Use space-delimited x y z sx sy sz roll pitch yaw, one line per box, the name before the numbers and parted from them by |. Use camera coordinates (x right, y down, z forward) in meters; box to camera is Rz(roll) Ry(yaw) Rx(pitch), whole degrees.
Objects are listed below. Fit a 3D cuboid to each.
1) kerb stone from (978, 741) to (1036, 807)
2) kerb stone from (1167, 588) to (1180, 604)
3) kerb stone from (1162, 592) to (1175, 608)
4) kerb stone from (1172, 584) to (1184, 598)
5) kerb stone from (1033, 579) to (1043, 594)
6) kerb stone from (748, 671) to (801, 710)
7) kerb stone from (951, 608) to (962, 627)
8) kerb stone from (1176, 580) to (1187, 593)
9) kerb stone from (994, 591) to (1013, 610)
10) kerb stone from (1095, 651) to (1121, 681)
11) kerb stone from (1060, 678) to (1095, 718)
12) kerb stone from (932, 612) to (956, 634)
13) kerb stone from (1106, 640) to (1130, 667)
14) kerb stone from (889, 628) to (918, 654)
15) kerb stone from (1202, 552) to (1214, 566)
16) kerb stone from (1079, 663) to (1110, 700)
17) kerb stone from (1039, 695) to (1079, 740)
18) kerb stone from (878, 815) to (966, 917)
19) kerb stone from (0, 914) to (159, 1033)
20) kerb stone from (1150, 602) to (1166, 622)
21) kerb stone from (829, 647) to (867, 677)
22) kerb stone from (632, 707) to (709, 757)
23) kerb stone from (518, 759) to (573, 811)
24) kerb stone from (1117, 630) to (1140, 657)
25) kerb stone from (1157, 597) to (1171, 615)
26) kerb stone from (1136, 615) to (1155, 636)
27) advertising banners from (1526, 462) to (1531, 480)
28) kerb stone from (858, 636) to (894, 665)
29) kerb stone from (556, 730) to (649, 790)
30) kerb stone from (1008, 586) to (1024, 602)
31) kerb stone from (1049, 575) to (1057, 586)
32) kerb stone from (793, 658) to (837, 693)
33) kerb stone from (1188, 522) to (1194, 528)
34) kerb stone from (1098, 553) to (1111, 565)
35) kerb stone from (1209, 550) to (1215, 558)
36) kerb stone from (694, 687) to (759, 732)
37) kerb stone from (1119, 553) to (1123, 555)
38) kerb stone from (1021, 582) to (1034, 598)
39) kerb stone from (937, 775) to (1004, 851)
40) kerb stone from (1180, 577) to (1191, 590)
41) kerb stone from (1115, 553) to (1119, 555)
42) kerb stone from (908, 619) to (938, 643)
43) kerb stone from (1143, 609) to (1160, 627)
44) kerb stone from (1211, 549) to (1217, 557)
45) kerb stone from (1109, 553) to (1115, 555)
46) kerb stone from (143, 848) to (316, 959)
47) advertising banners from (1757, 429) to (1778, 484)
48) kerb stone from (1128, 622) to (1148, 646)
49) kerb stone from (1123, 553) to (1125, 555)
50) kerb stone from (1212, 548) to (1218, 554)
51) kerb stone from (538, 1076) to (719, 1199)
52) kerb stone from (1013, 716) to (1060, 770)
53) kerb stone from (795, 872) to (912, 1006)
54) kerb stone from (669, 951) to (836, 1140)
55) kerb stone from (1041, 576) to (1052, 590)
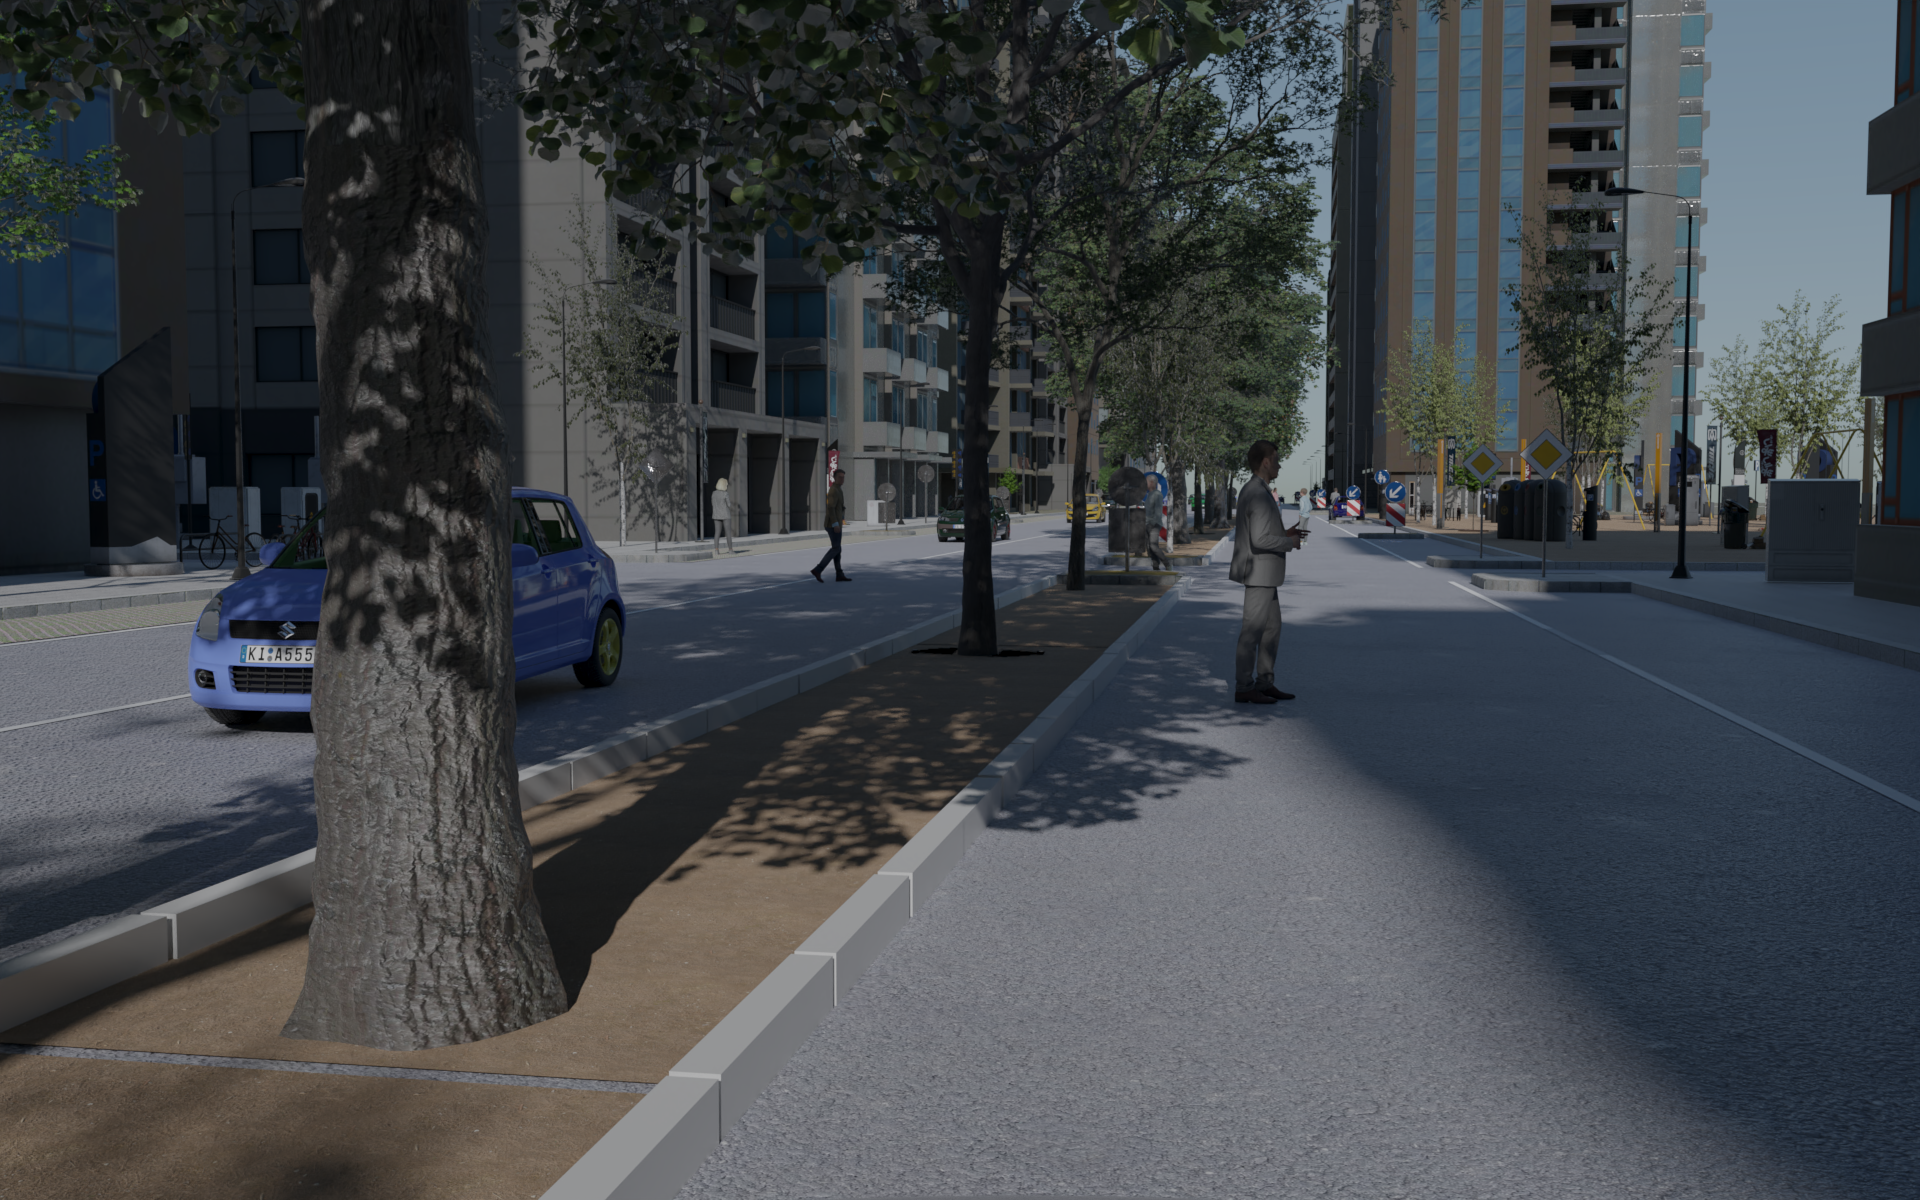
kerb stone | 0.228 0.844 8.398 0.120 0.150 1.000 1 4 10
kerb stone | 2.739 -0.022 22.550 0.120 0.150 1.000 1 4 10
kerb stone | 2.560 0.042 21.541 0.120 0.150 1.000 1 4 10
kerb stone | 2.926 -0.084 23.562 0.120 0.150 1.000 1 4 10
kerb stone | 1.042 -0.167 24.976 0.120 0.150 1.000 1 4 10
kerb stone | -1.300 0.633 11.848 0.120 0.150 1.000 1 4 10
kerb stone | -0.034 0.201 18.909 0.120 0.150 1.000 1 4 10
kerb stone | 3.105 -0.143 24.584 0.120 0.150 1.000 1 4 10
kerb stone | 0.508 0.015 21.952 0.120 0.150 1.000 1 4 10
kerb stone | 1.130 0.538 13.462 0.120 0.150 1.000 1 4 10
kerb stone | 0.766 0.658 11.438 0.120 0.150 1.000 1 4 10
kerb stone | -0.219 0.263 17.900 0.120 0.150 1.000 1 4 10
kerb stone | 1.302 0.473 14.474 0.120 0.150 1.000 1 4 10
kerb stone | -0.568 0.392 15.885 0.120 0.150 1.000 1 4 10
kerb stone | 5.180 -0.857 36.204 0.120 0.150 1.000 1 4 10
kerb stone | 0.953 0.596 12.454 0.120 0.150 1.000 1 4 10
kerb stone | 0.586 0.720 10.431 0.120 0.150 1.000 1 4 10
kerb stone | -0.133 0.968 6.370 0.120 0.150 1.000 1 4 10
kerb stone | -2.557 1.065 4.787 0.120 0.150 1.000 1 4 10
kerb stone | 2.207 0.163 19.526 0.120 0.150 1.000 1 4 10
kerb stone | -0.939 0.517 13.867 0.120 0.150 1.000 1 4 10
kerb stone | -1.655 0.756 9.832 0.120 0.150 1.000 1 4 10
kerb stone | -2.013 0.879 7.816 0.120 0.150 1.000 1 4 10
kerb stone | 1.486 0.410 15.492 0.120 0.150 1.000 1 4 10
kerb stone | 2.388 0.102 20.532 0.120 0.150 1.000 1 4 10
kerb stone | 1.848 0.287 17.510 0.120 0.150 1.000 1 4 10
advertising banners | 30.658 -5.830 91.509 2.074 3.025 0.090 3 4 37
kerb stone | -0.750 0.452 14.875 0.120 0.150 1.000 1 4 10
kerb stone | -1.833 0.821 8.823 0.120 0.150 1.000 1 4 10
kerb stone | 0.684 -0.047 22.962 0.120 0.150 1.000 1 4 10
kerb stone | 1.406 -0.293 26.987 0.120 0.150 1.000 1 4 10
kerb stone | -1.113 0.574 12.856 0.120 0.150 1.000 1 4 10
kerb stone | 10.308 -3.347 76.966 0.120 0.150 1.000 1 4 10
kerb stone | 2.939 -0.819 35.589 0.120 0.150 1.000 1 4 10
kerb stone | 5.359 -0.919 37.214 0.120 0.150 1.000 1 4 10
kerb stone | -1.475 0.695 10.839 0.120 0.150 1.000 1 4 10
kerb stone | 3.478 -1.004 38.607 0.120 0.150 1.000 1 4 10
kerb stone | 0.864 -0.108 23.969 0.120 0.150 1.000 1 4 10
kerb stone | 0.042 0.912 7.377 0.120 0.150 1.000 1 4 10
kerb stone | 3.291 -0.208 25.592 0.120 0.150 1.000 1 4 10
kerb stone | 3.284 -0.942 37.604 0.120 0.150 1.000 1 4 10
kerb stone | -0.391 0.324 16.892 0.120 0.150 1.000 1 4 10
kerb stone | 2.025 0.227 18.520 0.120 0.150 1.000 1 4 10
kerb stone | 5.539 -0.981 38.229 0.120 0.150 1.000 1 4 10
kerb stone | 3.116 -0.878 36.596 0.120 0.150 1.000 1 4 10
kerb stone | -2.366 1.004 5.798 0.120 0.150 1.000 1 4 10
advertising banners | 22.317 -3.056 46.155 2.074 3.025 0.090 2 4 30
kerb stone | 1.669 0.348 16.504 0.120 0.150 1.000 1 4 10
kerb stone | 3.651 -1.062 39.615 0.120 0.150 1.000 1 4 10
kerb stone | 5.725 -1.042 39.248 0.120 0.150 1.000 1 4 10
kerb stone | -0.677 1.156 3.327 0.120 0.150 1.000 1 4 10
kerb stone | 0.410 0.782 9.413 0.120 0.150 1.000 1 4 10
kerb stone | -0.318 1.031 5.345 0.120 0.150 1.000 1 4 10
kerb stone | -0.500 1.093 4.334 0.120 0.150 1.000 1 4 10
kerb stone | 1.215 -0.228 25.983 0.120 0.150 1.000 1 4 10
